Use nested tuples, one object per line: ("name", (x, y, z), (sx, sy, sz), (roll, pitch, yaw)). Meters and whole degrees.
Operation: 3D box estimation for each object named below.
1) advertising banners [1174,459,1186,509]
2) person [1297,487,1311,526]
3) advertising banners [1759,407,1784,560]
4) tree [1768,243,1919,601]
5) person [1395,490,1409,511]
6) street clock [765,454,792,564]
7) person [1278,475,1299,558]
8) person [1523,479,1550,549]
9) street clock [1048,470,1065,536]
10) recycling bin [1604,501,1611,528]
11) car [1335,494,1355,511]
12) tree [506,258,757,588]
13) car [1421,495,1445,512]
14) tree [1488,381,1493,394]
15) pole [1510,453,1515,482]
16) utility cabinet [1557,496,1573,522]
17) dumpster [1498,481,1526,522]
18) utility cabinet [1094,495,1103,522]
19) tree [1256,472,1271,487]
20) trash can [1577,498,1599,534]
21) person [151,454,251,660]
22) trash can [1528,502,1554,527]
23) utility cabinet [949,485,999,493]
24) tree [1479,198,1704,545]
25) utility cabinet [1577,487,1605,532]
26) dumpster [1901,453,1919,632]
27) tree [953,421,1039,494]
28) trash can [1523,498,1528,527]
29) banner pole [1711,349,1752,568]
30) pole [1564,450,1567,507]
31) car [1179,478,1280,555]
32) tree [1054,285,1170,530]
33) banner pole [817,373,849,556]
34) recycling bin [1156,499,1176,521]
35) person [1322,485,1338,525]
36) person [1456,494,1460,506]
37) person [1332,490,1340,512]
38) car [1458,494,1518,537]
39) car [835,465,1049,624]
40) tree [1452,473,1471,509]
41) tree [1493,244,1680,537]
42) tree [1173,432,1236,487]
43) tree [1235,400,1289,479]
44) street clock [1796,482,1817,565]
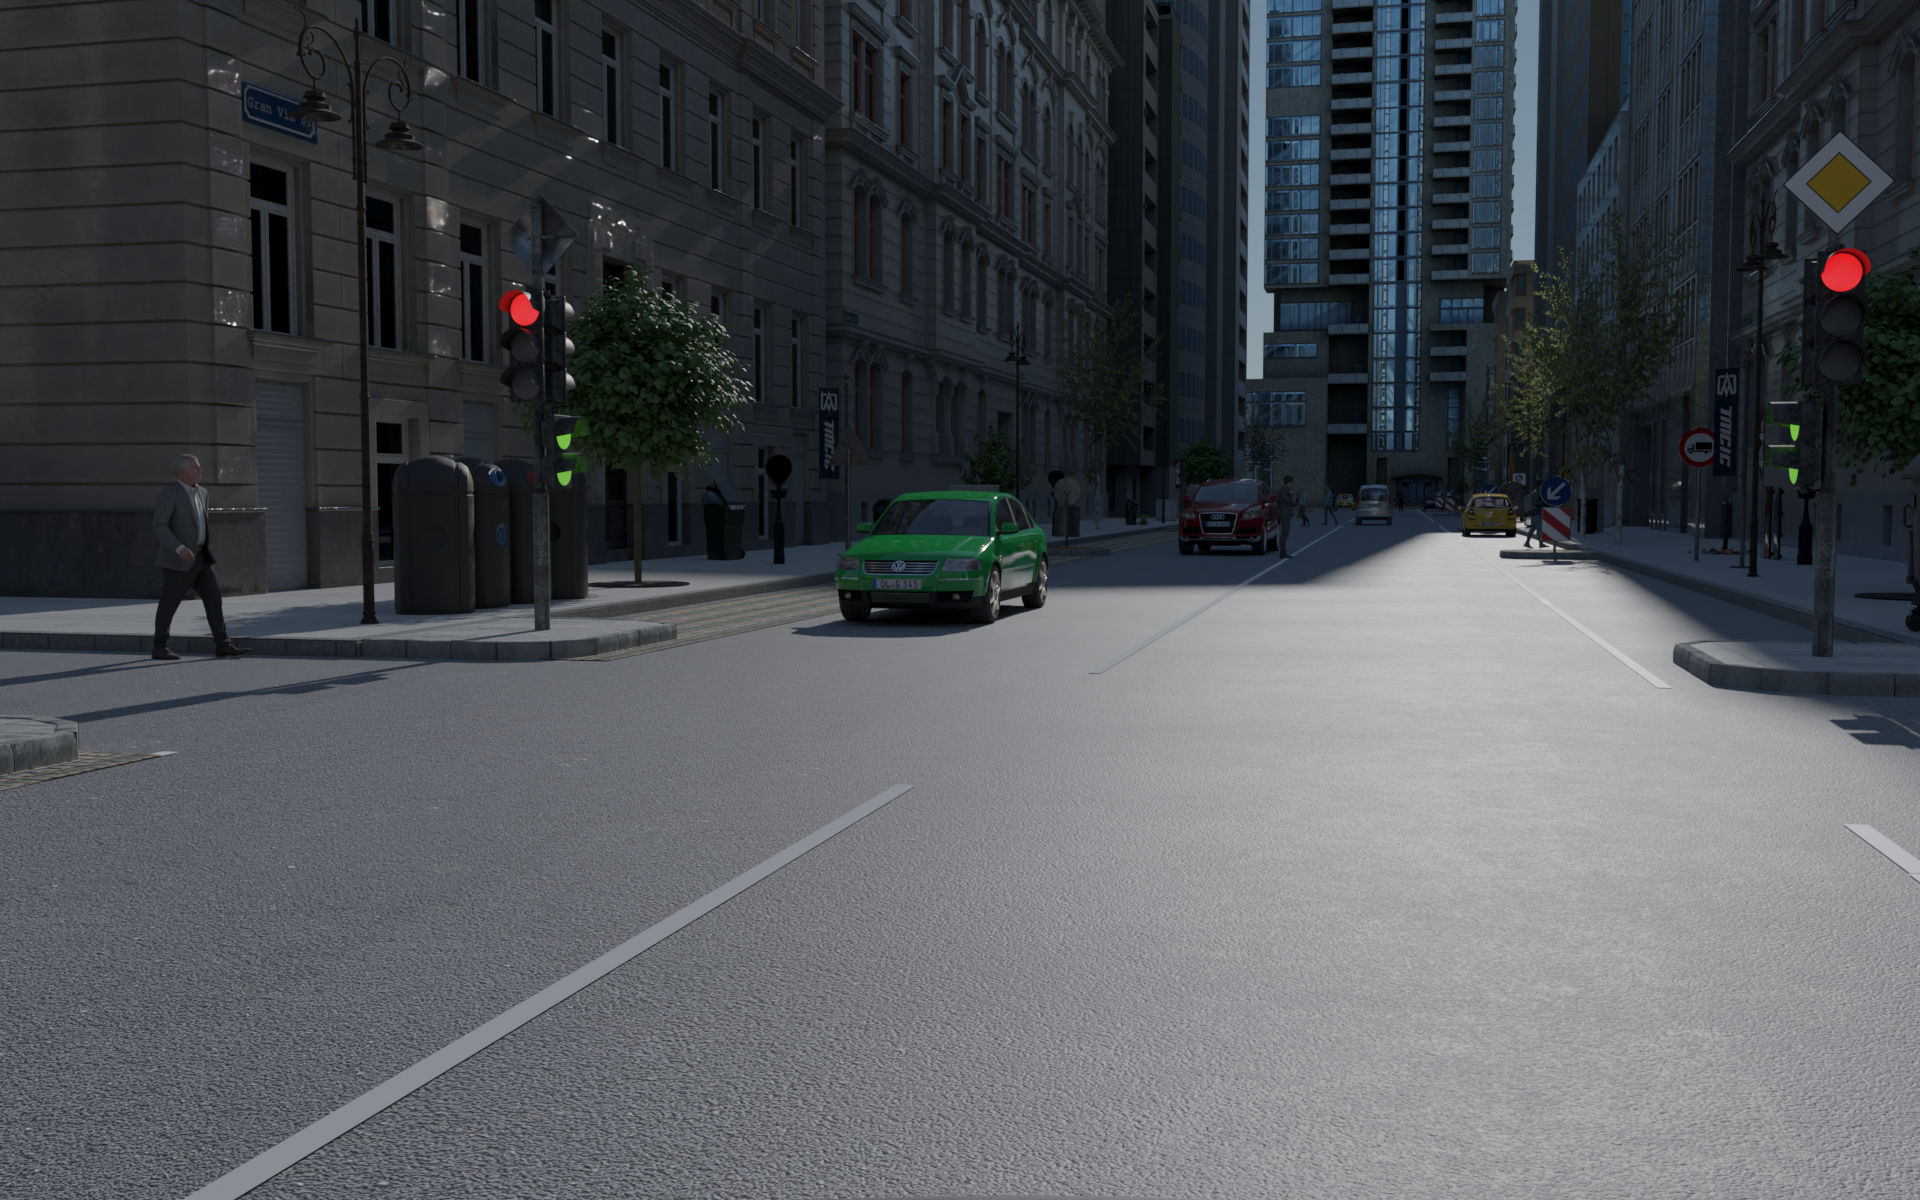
("advertising banners", (11.384, -5.507, 86.227), (2.074, 3.025, 0.090), (-3, 4, -37))
("person", (15.272, -4.156, 76.944), (0.515, 1.767, 0.782), (0, 4, -2))
("advertising banners", (16.024, -2.330, 34.280), (0.090, 3.025, 2.074), (1, 4, 13))
("tree", (11.817, -2.297, 21.263), (4.285, 4.588, 4.351), (0, 3, 0))
("person", (36.649, -8.266, 143.794), (1.348, 1.807, 0.705), (-1, 4, -16))
("street clock", (-3.322, -1.662, 31.747), (0.471, 2.002, 0.358), (-1, 4, -14))
("person", (7.341, -1.860, 38.714), (0.447, 1.846, 0.655), (1, 4, 12))
("person", (15.014, -2.234, 45.017), (0.713, 1.824, 0.794), (2, 4, 30))
("street clock", (2.929, -2.950, 52.800), (0.471, 2.002, 0.358), (-2, 4, -26))
("recycling bin", (24.597, -3.312, 66.713), (0.722, 1.027, 0.722), (0, 4, 4))
("car", (33.470, -8.579, 150.484), (2.015, 1.641, 3.980), (1, 4, 13))
("tree", (-4.444, -2.476, 24.200), (4.285, 4.588, 4.351), (0, 3, 0))
("car", (38.987, -7.957, 142.669), (1.945, 1.354, 3.894), (1, 4, 13))
("tree", (24.401, -7.498, 72.948), (4.360, 8.622, 3.978), (0, 3, 0))
("pole", (27.399, -5.631, 85.906), (0.158, 3.312, 0.155), (0, 3, 0))
("utility cabinet", (28.210, -4.262, 80.848), (0.306, 1.237, 1.020), (-1, 4, -10))
("dumpster", (25.616, -4.564, 80.388), (1.264, 1.857, 1.865), (1, 4, 14))
("utility cabinet", (6.282, -4.129, 78.674), (0.306, 1.237, 1.020), (1, 4, 12))
("tree", (24.624, -8.939, 140.762), (1.663, 3.219, 1.824), (0, 3, 0))
("trash can", (20.253, -2.706, 55.904), (0.748, 1.137, 0.748), (0, 3, 0))
("person", (-6.624, -0.374, 15.010), (0.834, 1.777, 0.661), (0, 4, 6))
("trash can", (20.453, -2.981, 60.387), (0.748, 1.137, 0.748), (0, 3, 0))
("utility cabinet", (0.345, -2.042, 42.067), (1.173, 1.500, 0.318), (1, 4, 12))
("tree", (16.425, -5.692, 43.420), (4.737, 8.622, 4.395), (0, 3, 0))
("utility cabinet", (20.924, -2.984, 57.462), (1.173, 1.500, 0.318), (-3, 5, -40))
("dumpster", (9.228, -0.582, 15.282), (1.264, 1.857, 1.865), (1, 4, 14))
("tree", (0.899, -3.037, 44.249), (1.663, 3.219, 1.824), (0, 3, 0))
("trash can", (22.014, -3.360, 66.590), (0.748, 1.137, 0.748), (0, 3, 0))
("banner pole", (13.450, -2.454, 30.133), (0.401, 3.779, 0.863), (-2, 4, -30))
("pole", (27.916, -5.269, 79.991), (0.158, 3.312, 0.155), (0, 3, 0))
("car", (6.645, -2.063, 42.405), (2.281, 1.827, 5.304), (1, 4, 16))
("tree", (5.151, -6.831, 62.055), (4.737, 8.622, 4.395), (0, 3, 0))
("banner pole", (-2.564, -2.809, 35.946), (0.863, 3.779, 0.401), (-2, 4, -28))
("recycling bin", (9.859, -4.297, 82.805), (0.722, 1.027, 0.722), (-3, 5, -40))
("person", (16.903, -4.333, 79.204), (0.748, 1.841, 0.638), (3, 5, 40))
("person", (47.649, -9.421, 165.758), (0.421, 1.427, 0.697), (1, 4, 18))
("person", (30.395, -8.049, 140.822), (0.721, 1.735, 1.217), (-3, 4, -38))
("car", (18.266, -3.035, 59.847), (2.015, 1.641, 3.980), (1, 4, 14))
("car", (-0.121, -0.729, 20.708), (1.959, 1.807, 4.718), (1, 4, 14))
("tree", (44.157, -9.684, 152.934), (1.663, 3.219, 1.824), (0, 3, 0))
("tree", (18.487, -6.144, 50.820), (4.360, 8.622, 3.978), (0, 3, 0))
("tree", (12.869, -6.618, 91.923), (4.285, 4.588, 4.351), (0, 3, 0))
("tree", (23.403, -11.323, 135.488), (4.360, 8.622, 3.978), (0, 3, 0))
("street clock", (15.289, -1.634, 31.290), (0.358, 2.002, 0.471), (-2, 4, -29))
